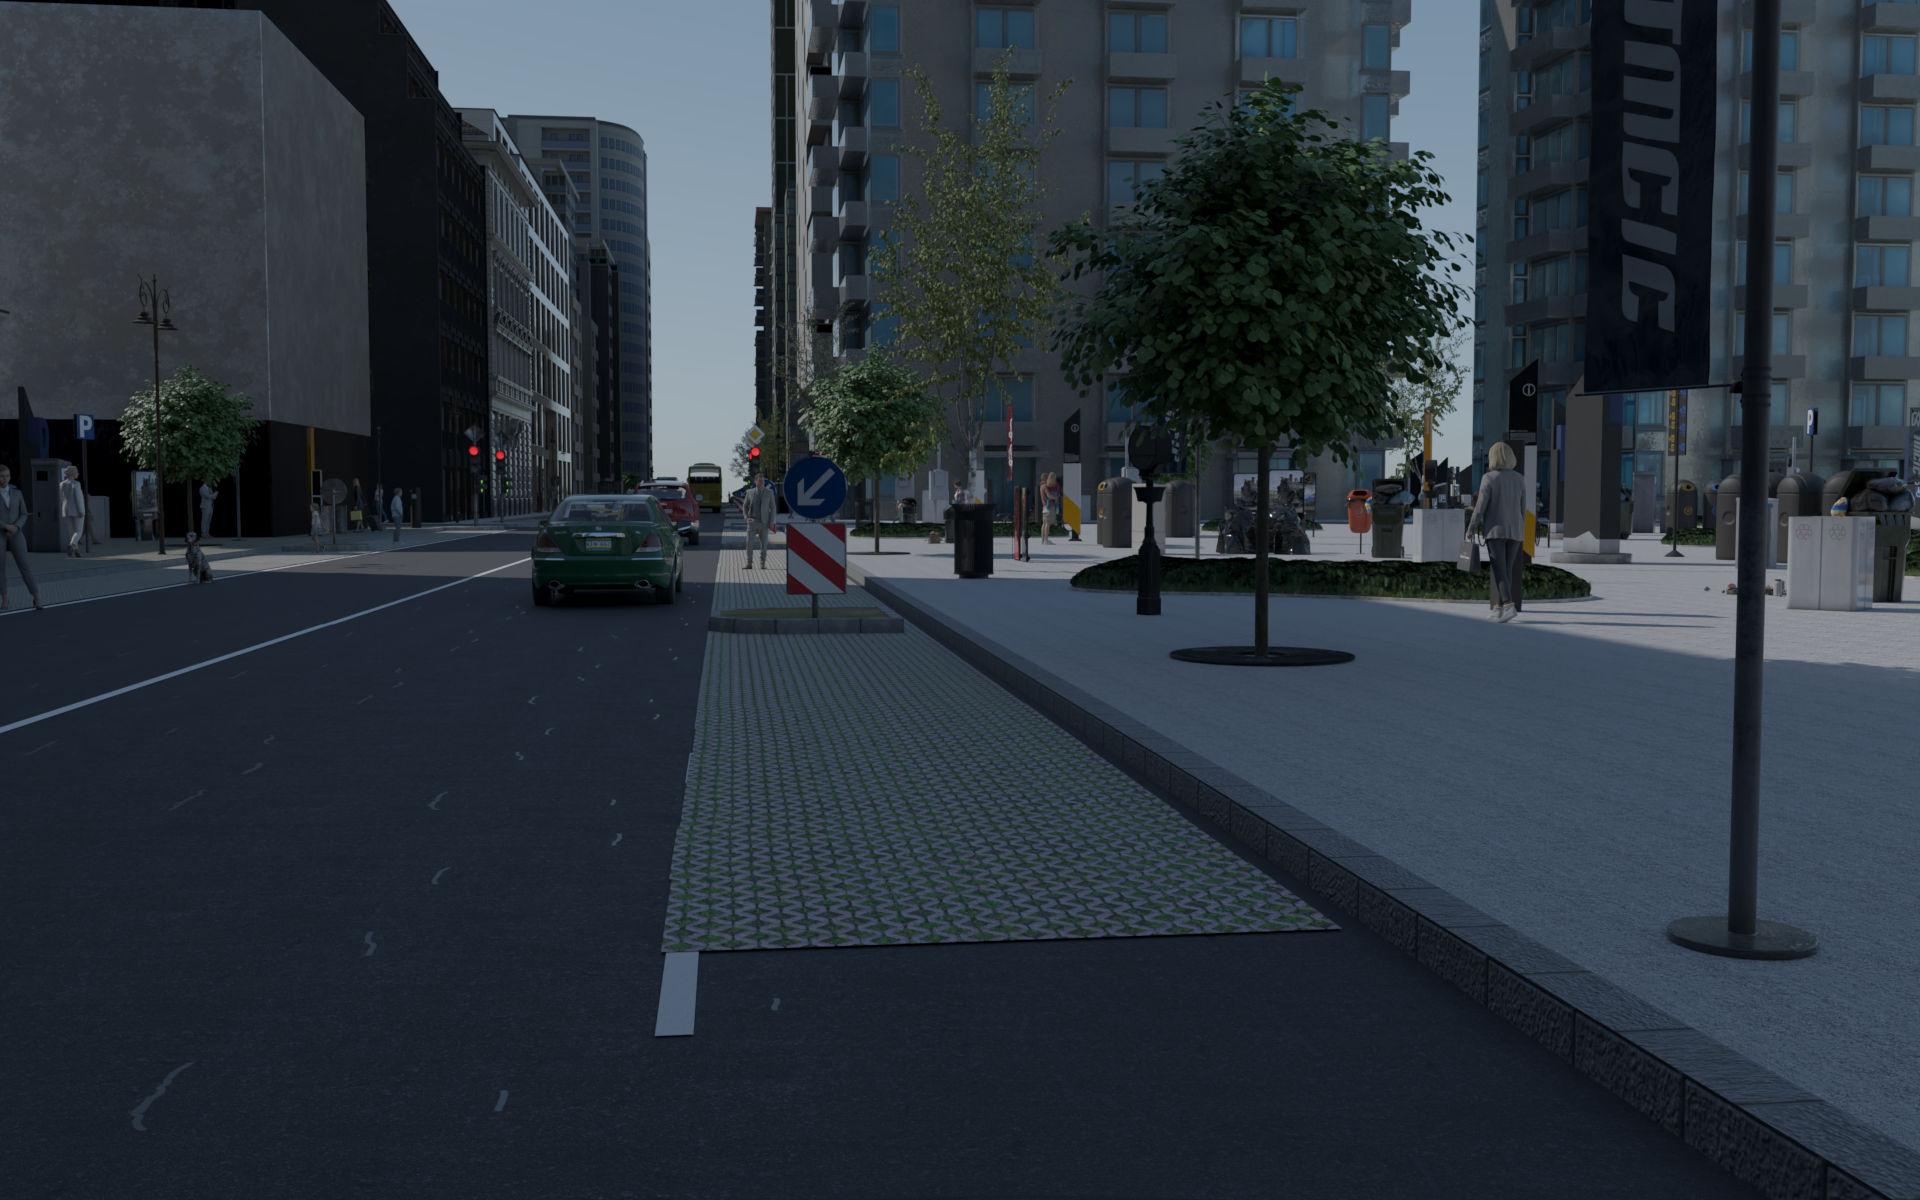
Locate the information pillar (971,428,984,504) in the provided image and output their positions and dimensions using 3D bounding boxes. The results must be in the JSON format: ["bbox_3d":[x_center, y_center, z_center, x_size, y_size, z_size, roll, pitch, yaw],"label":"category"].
[{"bbox_3d":[0.639,-4.256,60.946,0.504,3.616,0.183,-2,4,-30],"label":"information pillar"}]

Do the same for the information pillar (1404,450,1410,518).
[{"bbox_3d":[23.542,-6.102,91.120,0.183,3.616,0.504,0,4,-6],"label":"information pillar"}]

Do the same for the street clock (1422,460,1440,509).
[{"bbox_3d":[9.927,-1.955,36.527,0.358,2.002,0.471,1,4,21],"label":"street clock"}]

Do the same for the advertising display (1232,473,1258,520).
[{"bbox_3d":[8.701,-2.873,52.193,0.974,1.923,0.123,0,4,5],"label":"advertising display"}]

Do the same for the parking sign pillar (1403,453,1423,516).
[{"bbox_3d":[27.139,-7.027,103.370,1.447,3.967,1.447,0,3,0],"label":"parking sign pillar"}]

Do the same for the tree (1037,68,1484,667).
[{"bbox_3d":[2.433,-1.815,13.391,4.285,4.588,4.351,0,3,0],"label":"tree"}]

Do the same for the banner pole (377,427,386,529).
[{"bbox_3d":[-21.495,-4.535,64.167,0.401,3.779,0.863,-1,4,-22],"label":"banner pole"}]

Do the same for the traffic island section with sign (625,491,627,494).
[{"bbox_3d":[-33.447,-10.191,175.250,1.989,1.847,2.006,0,4,-8],"label":"traffic island section with sign"}]

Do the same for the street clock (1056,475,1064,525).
[{"bbox_3d":[3.719,-3.672,64.608,0.358,2.002,0.471,1,4,10],"label":"street clock"}]

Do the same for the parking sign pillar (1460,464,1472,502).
[{"bbox_3d":[41.817,-9.445,142.903,1.447,3.967,1.447,0,4,1],"label":"parking sign pillar"}]

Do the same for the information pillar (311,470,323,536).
[{"bbox_3d":[-19.461,-2.931,52.420,0.304,2.012,0.304,-1,4,-18],"label":"information pillar"}]

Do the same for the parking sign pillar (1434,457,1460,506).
[{"bbox_3d":[35.306,-8.459,126.772,1.447,3.967,1.447,-2,4,-27],"label":"parking sign pillar"}]

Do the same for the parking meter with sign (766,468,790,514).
[{"bbox_3d":[-11.899,-7.208,114.112,1.738,3.016,0.543,0,4,-1],"label":"parking meter with sign"}]

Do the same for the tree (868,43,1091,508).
[{"bbox_3d":[0.195,-4.818,29.130,4.737,8.622,4.395,0,3,0],"label":"tree"}]

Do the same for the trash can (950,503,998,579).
[{"bbox_3d":[0.210,-0.901,26.392,0.748,1.137,0.748,0,3,0],"label":"trash can"}]

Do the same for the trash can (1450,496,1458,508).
[{"bbox_3d":[38.377,-7.524,134.664,0.748,1.137,0.748,0,3,0],"label":"trash can"}]

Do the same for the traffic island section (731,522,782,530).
[{"bbox_3d":[-8.227,-2.918,69.987,2.009,0.180,2.903,0,4,-8],"label":"traffic island section"}]

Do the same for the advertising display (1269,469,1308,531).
[{"bbox_3d":[8.427,-2.423,44.831,0.974,1.923,0.123,0,4,-6],"label":"advertising display"}]

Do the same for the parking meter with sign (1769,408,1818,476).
[{"bbox_3d":[16.468,-2.392,35.362,1.738,3.016,0.543,1,4,13],"label":"parking meter with sign"}]

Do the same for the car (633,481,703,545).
[{"bbox_3d":[-8.552,-2.524,49.938,2.281,1.827,5.304,-1,4,-9],"label":"car"}]

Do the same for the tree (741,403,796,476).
[{"bbox_3d":[-15.377,-11.590,139.865,4.737,8.622,4.395,0,3,0],"label":"tree"}]

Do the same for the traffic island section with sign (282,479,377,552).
[{"bbox_3d":[-15.869,-2.147,43.735,1.989,1.847,2.006,0,4,-8],"label":"traffic island section with sign"}]

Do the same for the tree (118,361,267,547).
[{"bbox_3d":[-18.974,-3.616,42.843,4.285,4.588,4.351,0,3,0],"label":"tree"}]

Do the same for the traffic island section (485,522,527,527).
[{"bbox_3d":[-20.230,-3.313,76.450,2.009,0.180,2.903,0,4,-8],"label":"traffic island section"}]

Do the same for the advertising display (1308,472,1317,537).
[{"bbox_3d":[10.130,-2.842,51.676,0.974,1.923,0.123,0,4,8],"label":"advertising display"}]

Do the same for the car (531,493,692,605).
[{"bbox_3d":[-4.790,-0.739,23.873,2.131,1.459,4.920,0,4,-7],"label":"car"}]

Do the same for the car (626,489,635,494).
[{"bbox_3d":[-24.224,-7.413,129.879,2.281,1.827,5.304,-1,4,-9],"label":"car"}]

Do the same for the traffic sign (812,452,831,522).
[{"bbox_3d":[-4.138,-3.168,51.899,0.768,2.556,0.104,0,4,-1],"label":"traffic sign"}]

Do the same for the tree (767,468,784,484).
[{"bbox_3d":[-13.837,-8.202,128.701,1.663,3.219,1.824,0,3,0],"label":"tree"}]

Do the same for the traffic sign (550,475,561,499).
[{"bbox_3d":[-27.430,-7.179,117.484,0.768,2.556,0.104,0,4,1],"label":"traffic sign"}]

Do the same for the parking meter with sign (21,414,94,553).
[{"bbox_3d":[-19.901,-2.550,37.958,1.738,3.016,0.543,1,4,10],"label":"parking meter with sign"}]

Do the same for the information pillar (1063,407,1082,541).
[{"bbox_3d":[3.060,-3.404,47.010,0.504,3.616,0.183,2,4,23],"label":"information pillar"}]

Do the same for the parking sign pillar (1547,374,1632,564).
[{"bbox_3d":[11.766,-2.674,32.193,1.447,3.967,1.447,-1,4,-10],"label":"parking sign pillar"}]

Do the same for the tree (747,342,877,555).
[{"bbox_3d":[-1.860,-3.254,36.914,4.285,4.588,4.351,0,3,0],"label":"tree"}]

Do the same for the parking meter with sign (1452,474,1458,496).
[{"bbox_3d":[42.643,-9.313,148.527,0.543,3.016,1.738,3,5,45],"label":"parking meter with sign"}]

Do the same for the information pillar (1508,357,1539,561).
[{"bbox_3d":[9.686,-2.351,29.799,0.504,3.616,0.183,1,4,17],"label":"information pillar"}]

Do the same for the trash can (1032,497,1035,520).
[{"bbox_3d":[3.724,-4.234,80.876,0.748,1.137,0.748,0,3,0],"label":"trash can"}]

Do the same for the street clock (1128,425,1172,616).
[{"bbox_3d":[2.007,-0.843,18.349,0.358,2.002,0.471,-2,4,-34],"label":"street clock"}]

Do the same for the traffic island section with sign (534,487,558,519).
[{"bbox_3d":[-23.278,-5.535,99.124,1.989,1.847,2.006,0,4,-8],"label":"traffic island section with sign"}]

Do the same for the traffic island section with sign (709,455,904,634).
[{"bbox_3d":[-1.689,-0.606,18.540,1.989,1.847,2.006,0,4,-8],"label":"traffic island section with sign"}]

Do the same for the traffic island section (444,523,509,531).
[{"bbox_3d":[-19.172,-2.829,68.535,2.009,0.180,2.903,0,4,-8],"label":"traffic island section"}]

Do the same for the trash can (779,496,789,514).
[{"bbox_3d":[-11.469,-6.184,112.755,0.748,1.137,0.748,0,3,0],"label":"trash can"}]

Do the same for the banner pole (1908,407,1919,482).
[{"bbox_3d":[24.485,-3.305,44.049,0.863,3.779,0.401,0,4,-6],"label":"banner pole"}]

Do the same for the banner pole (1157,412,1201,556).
[{"bbox_3d":[3.332,-2.196,25.919,0.863,3.779,0.401,0,4,2],"label":"banner pole"}]

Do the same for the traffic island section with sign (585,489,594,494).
[{"bbox_3d":[-26.850,-7.169,125.842,1.989,1.847,2.006,0,4,-8],"label":"traffic island section with sign"}]

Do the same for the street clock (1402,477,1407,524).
[{"bbox_3d":[18.967,-4.265,74.301,0.358,2.002,0.471,2,4,35],"label":"street clock"}]

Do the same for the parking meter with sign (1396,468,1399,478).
[{"bbox_3d":[30.035,-7.310,115.773,1.738,3.016,0.543,2,4,30],"label":"parking meter with sign"}]

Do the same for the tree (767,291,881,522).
[{"bbox_3d":[-4.892,-6.940,63.837,4.360,8.622,3.978,0,3,0],"label":"tree"}]

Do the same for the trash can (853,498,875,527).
[{"bbox_3d":[-3.188,-2.821,57.781,0.748,1.137,0.748,0,3,0],"label":"trash can"}]

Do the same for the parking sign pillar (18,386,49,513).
[{"bbox_3d":[-23.554,-3.402,44.098,1.447,3.967,1.447,-1,4,-17],"label":"parking sign pillar"}]

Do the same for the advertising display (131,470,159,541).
[{"bbox_3d":[-22.324,-2.585,47.485,0.123,1.923,0.974,1,4,11],"label":"advertising display"}]

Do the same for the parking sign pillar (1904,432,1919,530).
[{"bbox_3d":[30.097,-4.007,53.993,1.447,3.967,1.447,-1,4,-14],"label":"parking sign pillar"}]

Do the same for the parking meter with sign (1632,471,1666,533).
[{"bbox_3d":[22.535,-3.714,56.985,1.738,3.016,0.543,2,4,31],"label":"parking meter with sign"}]

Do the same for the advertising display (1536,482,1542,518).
[{"bbox_3d":[30.228,-5.274,91.451,0.123,1.923,0.974,-3,5,-44],"label":"advertising display"}]

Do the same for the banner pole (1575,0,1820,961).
[{"bbox_3d":[2.131,-0.919,5.045,0.401,3.779,0.863,-2,4,-27],"label":"banner pole"}]
